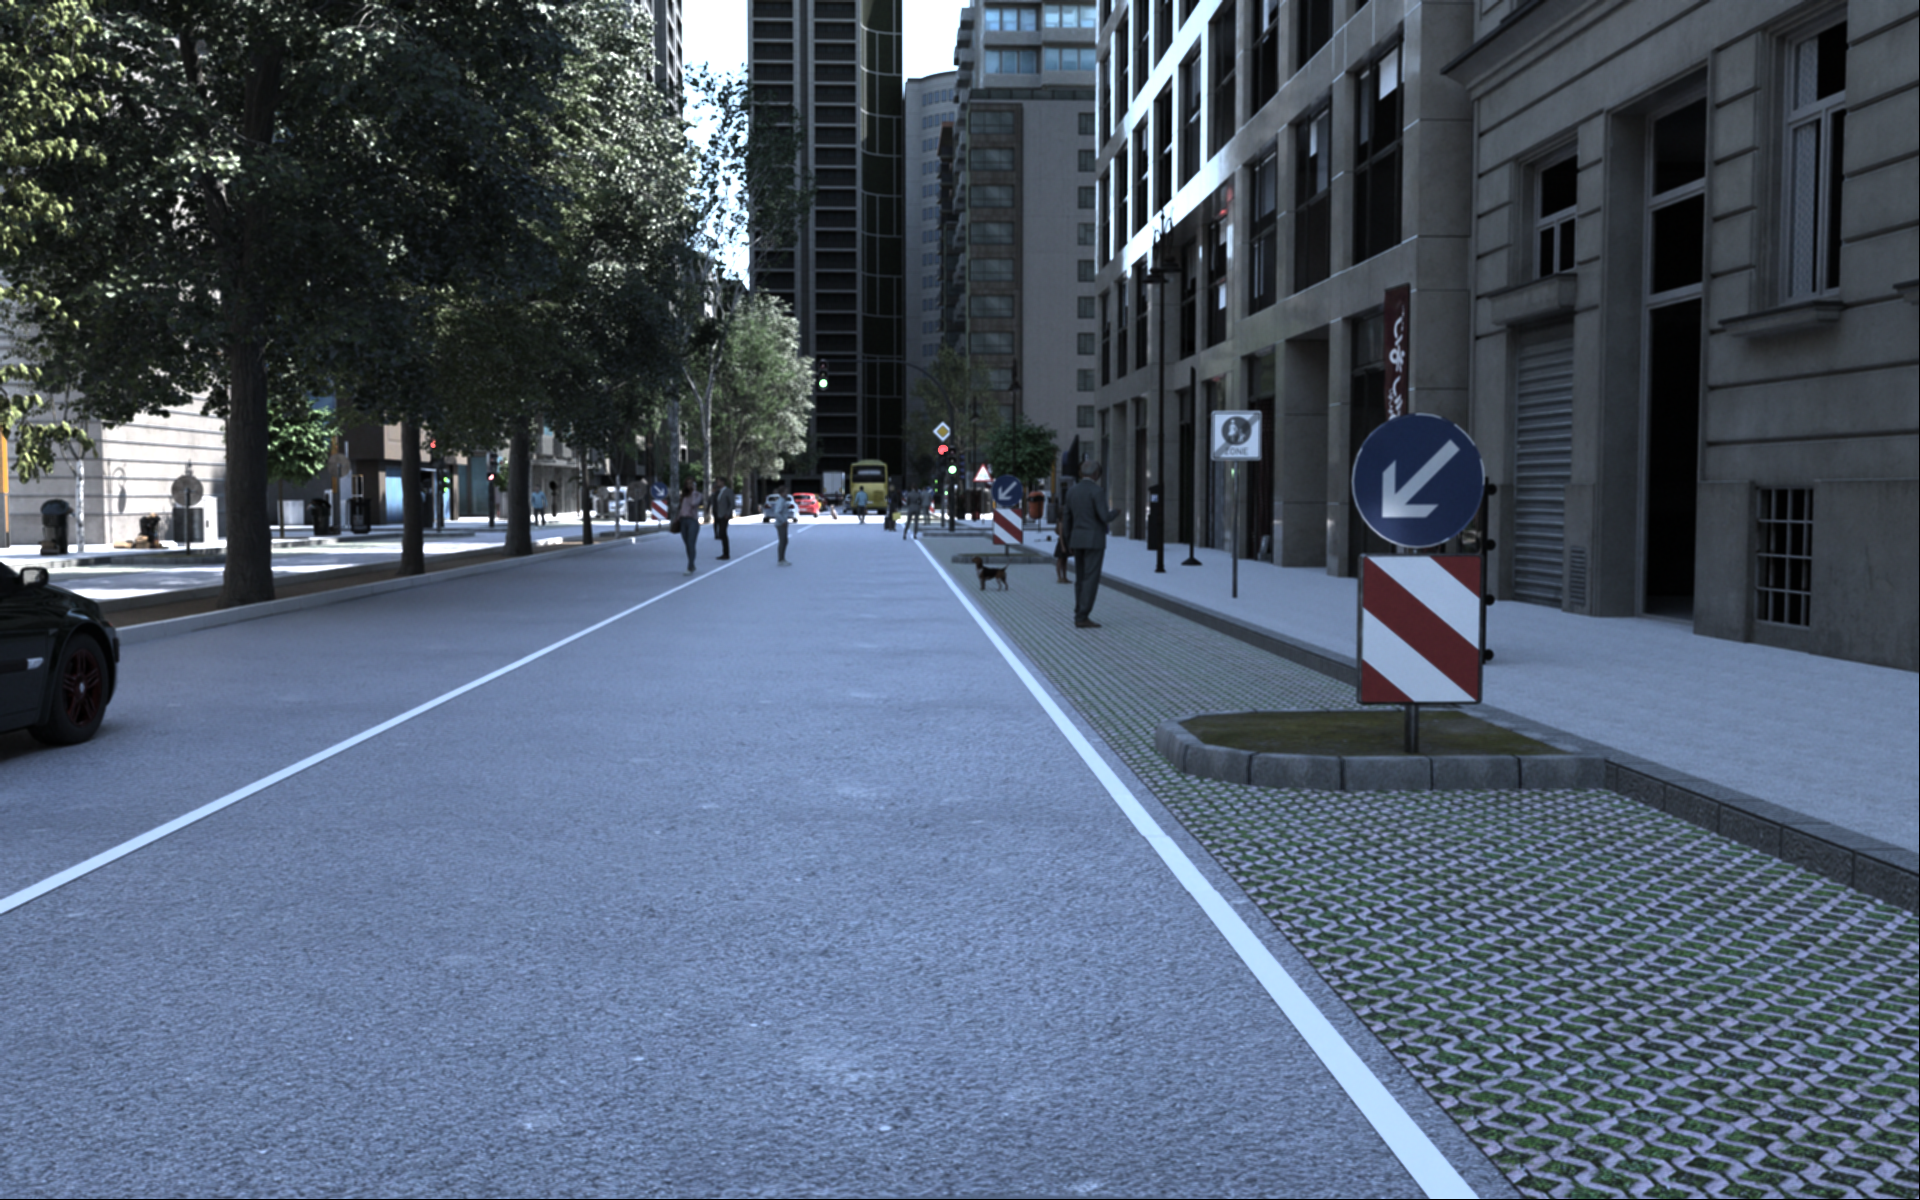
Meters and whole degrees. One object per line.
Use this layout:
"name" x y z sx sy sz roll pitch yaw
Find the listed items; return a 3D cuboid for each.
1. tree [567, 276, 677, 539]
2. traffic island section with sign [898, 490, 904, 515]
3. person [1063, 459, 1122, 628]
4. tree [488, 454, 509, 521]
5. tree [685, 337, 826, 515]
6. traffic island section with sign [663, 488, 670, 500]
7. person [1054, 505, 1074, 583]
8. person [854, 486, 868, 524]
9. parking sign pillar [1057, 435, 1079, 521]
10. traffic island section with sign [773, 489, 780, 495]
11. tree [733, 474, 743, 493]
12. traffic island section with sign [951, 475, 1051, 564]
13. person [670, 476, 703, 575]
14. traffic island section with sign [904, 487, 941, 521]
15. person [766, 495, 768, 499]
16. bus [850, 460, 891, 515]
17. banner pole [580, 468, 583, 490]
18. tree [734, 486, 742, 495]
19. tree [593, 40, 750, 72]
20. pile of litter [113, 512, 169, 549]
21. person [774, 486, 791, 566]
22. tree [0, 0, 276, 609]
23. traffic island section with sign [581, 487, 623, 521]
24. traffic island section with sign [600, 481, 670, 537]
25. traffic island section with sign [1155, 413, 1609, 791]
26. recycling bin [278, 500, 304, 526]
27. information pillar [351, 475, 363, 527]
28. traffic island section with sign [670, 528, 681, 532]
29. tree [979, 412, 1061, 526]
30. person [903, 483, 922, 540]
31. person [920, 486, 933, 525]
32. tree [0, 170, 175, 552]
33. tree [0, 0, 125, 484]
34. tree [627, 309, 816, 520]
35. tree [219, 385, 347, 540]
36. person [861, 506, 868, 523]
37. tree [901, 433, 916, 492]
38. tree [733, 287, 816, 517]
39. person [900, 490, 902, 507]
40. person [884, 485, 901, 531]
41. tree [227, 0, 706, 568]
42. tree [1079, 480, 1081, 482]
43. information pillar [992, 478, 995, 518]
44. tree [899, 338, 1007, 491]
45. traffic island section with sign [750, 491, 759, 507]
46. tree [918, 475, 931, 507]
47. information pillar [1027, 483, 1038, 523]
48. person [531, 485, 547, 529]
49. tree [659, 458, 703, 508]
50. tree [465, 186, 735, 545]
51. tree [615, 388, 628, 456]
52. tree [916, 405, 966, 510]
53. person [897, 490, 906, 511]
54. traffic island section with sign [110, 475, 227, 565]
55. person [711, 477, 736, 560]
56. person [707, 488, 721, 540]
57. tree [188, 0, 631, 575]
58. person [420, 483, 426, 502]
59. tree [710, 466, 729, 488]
"tree" -10.887 -6.243 54.900 4.360 8.622 3.978 0 3 0
"traffic island section with sign" -3.085 -6.737 118.777 1.989 1.847 2.006 0 4 -3
"person" 1.432 -0.607 18.607 0.590 1.801 0.661 -3 5 -42
"tree" -21.819 -5.442 83.578 1.663 3.219 1.824 0 3 0
"tree" -13.904 -12.069 116.798 9.611 12.733 9.660 0 3 0
"traffic island section with sign" -20.107 -6.768 119.277 1.989 1.847 2.006 0 4 -3
"person" 1.704 -0.890 27.718 0.373 1.253 0.362 3 5 39
"person" -4.743 -4.570 83.231 0.660 1.820 0.620 -2 4 -25
"parking sign pillar" 4.964 -5.472 77.937 1.447 3.967 1.447 1 4 20
"traffic island section with sign" -14.961 -8.140 141.222 2.006 1.907 1.989 0 4 -3
"tree" -27.416 -13.792 209.217 4.285 4.588 4.351 0 3 0
"traffic island section with sign" 0.827 -1.685 36.184 1.989 1.847 2.006 0 4 -3
"person" -4.799 -1.327 30.794 0.593 1.750 0.643 2 4 28
"traffic island section with sign" -1.816 -5.090 91.852 1.989 1.847 2.006 0 4 -3
"person" -18.209 -9.299 163.770 0.697 1.427 0.421 1 4 8
"bus" -6.385 -8.045 123.074 2.896 3.916 12.252 0 4 -2
"banner pole" -28.315 -8.479 128.650 0.401 3.779 0.863 2 4 34
"tree" -27.406 -13.344 212.774 1.663 3.219 1.824 0 3 0
"tree" -12.936 -13.018 71.189 12.611 20.169 13.585 0 3 0
"pile of litter" -19.242 -1.632 40.645 1.176 0.858 1.719 -2 4 -34
"person" -3.567 -1.499 34.813 0.330 1.601 0.589 1 4 9
"tree" -8.945 -6.866 21.369 9.857 13.997 8.962 0 3 0
"traffic island section with sign" -18.770 -5.038 90.995 1.989 1.847 2.006 0 4 -3
"traffic island section with sign" -11.056 -3.097 58.769 2.006 1.907 1.989 0 4 -3
"traffic island section with sign" 2.105 -0.039 9.259 1.989 1.847 2.006 0 4 -3
"recycling bin" -26.810 -3.478 69.412 0.722 1.027 0.722 2 4 25
"information pillar" -23.542 -3.863 67.653 0.304 2.012 0.304 2 4 26
"traffic island section with sign" -11.397 -3.549 66.168 2.006 1.907 1.989 0 4 -3
"tree" 2.397 -5.225 69.145 4.285 4.588 4.351 0 3 0
"person" -1.496 -2.798 54.529 0.520 1.790 0.573 -1 4 -21
"person" -1.575 -4.378 80.183 0.635 1.810 0.391 -3 5 -39
"tree" -19.507 -5.380 38.333 4.360 8.622 3.978 0 3 0
"tree" -8.780 -3.751 14.148 4.737 8.622 4.395 0 3 0
"tree" -12.676 -10.259 95.954 9.928 11.665 9.643 0 3 0
"tree" -19.267 -4.013 49.332 4.285 4.588 4.351 0 3 0
"person" -4.802 -4.507 86.864 0.373 1.253 0.362 0 4 -4
"tree" -4.278 -14.384 185.545 4.360 8.622 3.978 0 3 0
"tree" -13.266 -12.085 106.709 9.857 13.997 8.962 0 3 0
"person" -6.250 -10.636 182.489 1.350 1.814 0.705 -1 4 -14
"person" -2.619 -3.592 67.440 0.699 1.804 1.509 0 4 -1
"tree" -10.236 -7.987 39.703 9.857 13.997 8.962 0 3 0
"tree" 7.737 -7.647 119.629 1.663 3.219 1.824 0 3 0
"information pillar" 2.013 -6.283 94.087 0.504 3.616 0.183 -2 4 -34
"tree" -0.213 -10.396 104.381 7.601 10.594 8.767 0 4 -2
"traffic island section with sign" -23.692 -11.411 195.200 1.989 1.847 2.006 0 4 -3
"tree" -3.526 -11.153 176.959 1.663 3.219 1.824 0 3 0
"information pillar" 3.116 -4.352 75.642 0.304 2.012 0.304 1 4 18
"person" -17.422 -3.868 71.757 0.660 1.820 0.620 0 4 -7
"tree" -23.963 -9.976 146.828 4.285 4.588 4.351 0 3 0
"tree" -10.465 -6.845 48.784 8.767 10.594 7.601 0 4 -3
"tree" -23.525 -12.834 135.586 9.928 11.665 9.643 0 3 0
"tree" -0.849 -11.459 137.712 4.360 8.622 3.978 0 3 0
"person" -5.287 -8.558 148.553 1.348 1.807 0.705 1 4 15
"traffic island section with sign" -16.145 -1.661 35.791 1.989 1.847 2.006 0 4 -3
"person" -5.208 -1.796 38.038 0.473 1.802 0.592 -1 4 -23
"person" -7.628 -2.838 54.672 0.659 1.850 0.755 0 4 0
"tree" -9.780 -6.728 30.585 7.486 12.596 7.792 0 3 0
"person" -17.517 -2.870 55.697 0.793 1.790 0.793 3 5 40
"tree" -24.689 -10.983 163.289 4.285 4.588 4.351 0 3 0
